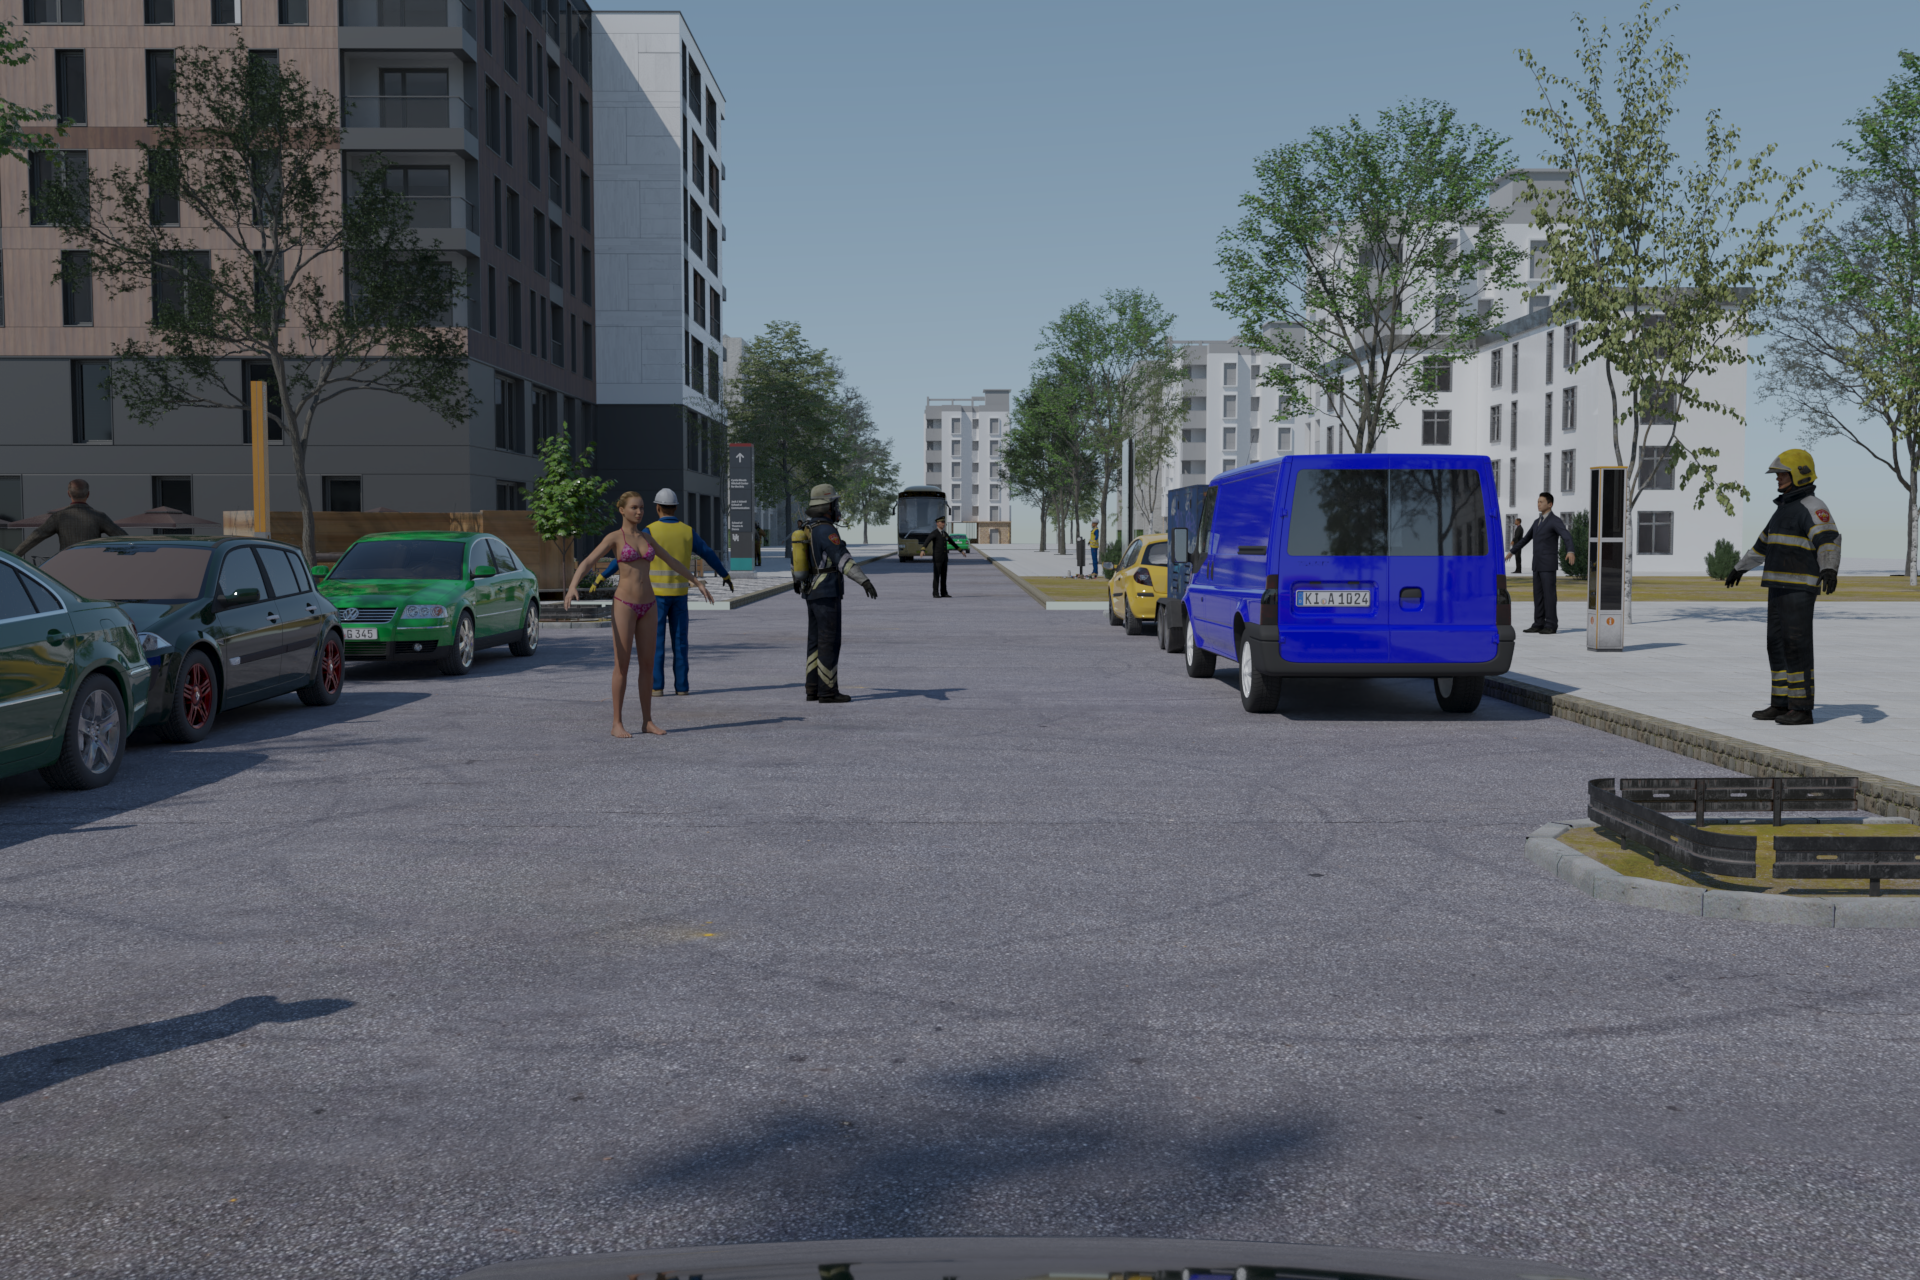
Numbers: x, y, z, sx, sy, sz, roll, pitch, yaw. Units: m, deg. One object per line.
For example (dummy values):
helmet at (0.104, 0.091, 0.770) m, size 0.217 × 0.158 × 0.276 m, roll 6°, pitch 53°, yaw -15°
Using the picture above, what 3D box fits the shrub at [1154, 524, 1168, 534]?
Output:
shrub at (6.462, -2.798, 49.781) m, size 1.661 × 2.075 × 1.752 m, roll 0°, pitch 3°, yaw 0°

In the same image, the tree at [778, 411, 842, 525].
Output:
tree at (-8.935, -9.158, 100.092) m, size 4.360 × 8.622 × 3.978 m, roll 0°, pitch 3°, yaw 0°

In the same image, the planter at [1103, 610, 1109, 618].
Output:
planter at (3.506, -0.551, 30.145) m, size 1.991 × 0.319 × 1.994 m, roll 0°, pitch 4°, yaw 1°

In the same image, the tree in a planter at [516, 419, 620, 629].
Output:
tree in a planter at (-6.217, -1.830, 27.139) m, size 1.991 × 3.239 × 1.994 m, roll 0°, pitch 3°, yaw 0°

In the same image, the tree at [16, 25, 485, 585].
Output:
tree at (-12.370, -5.983, 32.230) m, size 7.601 × 10.594 × 8.767 m, roll 1°, pitch 4°, yaw 22°

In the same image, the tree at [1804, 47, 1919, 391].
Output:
tree at (20.758, -6.611, 33.839) m, size 9.928 × 11.665 × 9.643 m, roll 0°, pitch 3°, yaw 0°

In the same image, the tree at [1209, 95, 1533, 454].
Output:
tree at (9.711, -7.076, 41.455) m, size 9.928 × 11.665 × 9.643 m, roll 0°, pitch 3°, yaw 0°

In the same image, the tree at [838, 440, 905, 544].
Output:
tree at (-12.327, -19.635, 227.683) m, size 9.857 × 13.997 × 8.962 m, roll 0°, pitch 3°, yaw 0°

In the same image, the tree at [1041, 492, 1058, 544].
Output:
tree at (12.665, -17.120, 230.281) m, size 4.737 × 8.622 × 4.395 m, roll 0°, pitch 3°, yaw 0°

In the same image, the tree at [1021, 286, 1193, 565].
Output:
tree at (6.128, -8.975, 72.499) m, size 9.928 × 11.665 × 9.643 m, roll 0°, pitch 3°, yaw 0°

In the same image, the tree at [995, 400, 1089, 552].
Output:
tree at (5.987, -12.107, 123.708) m, size 9.928 × 11.665 × 9.643 m, roll 0°, pitch 3°, yaw 0°

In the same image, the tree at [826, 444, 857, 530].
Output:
tree at (-9.614, -11.254, 134.365) m, size 4.737 × 8.622 × 4.395 m, roll 0°, pitch 3°, yaw 0°

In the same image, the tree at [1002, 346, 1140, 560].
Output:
tree at (5.636, -9.308, 86.606) m, size 7.601 × 10.594 × 8.767 m, roll -1°, pitch 4°, yaw -9°

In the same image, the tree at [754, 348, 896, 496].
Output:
tree at (-9.323, -12.433, 113.642) m, size 12.009 × 13.543 × 11.850 m, roll 0°, pitch 3°, yaw 0°

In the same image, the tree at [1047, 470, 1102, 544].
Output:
tree at (14.843, -18.676, 223.479) m, size 7.486 × 12.596 × 7.792 m, roll 0°, pitch 3°, yaw 0°

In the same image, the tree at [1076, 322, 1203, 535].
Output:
tree at (6.755, -6.707, 60.020) m, size 4.360 × 8.622 × 3.978 m, roll 0°, pitch 3°, yaw 0°

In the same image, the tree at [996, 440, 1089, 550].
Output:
tree at (6.467, -12.260, 134.862) m, size 8.767 × 10.594 × 7.601 m, roll 1°, pitch 4°, yaw 21°

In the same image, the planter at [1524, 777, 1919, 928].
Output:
planter at (3.494, 0.847, 7.286) m, size 1.991 × 0.319 × 1.994 m, roll 0°, pitch 4°, yaw 1°

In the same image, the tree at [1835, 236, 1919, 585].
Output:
tree at (24.033, -5.661, 42.920) m, size 4.737 × 8.622 × 4.395 m, roll 0°, pitch 3°, yaw 0°

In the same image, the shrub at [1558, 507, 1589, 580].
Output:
shrub at (17.461, -2.688, 48.376) m, size 1.690 × 2.028 × 1.600 m, roll 0°, pitch 3°, yaw 0°

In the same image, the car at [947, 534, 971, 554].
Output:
car at (-0.177, -7.327, 128.588) m, size 1.959 × 1.807 × 4.718 m, roll 0°, pitch 4°, yaw -1°

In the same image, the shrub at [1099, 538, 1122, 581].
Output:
shrub at (4.234, -2.160, 46.429) m, size 1.383 × 1.207 × 1.383 m, roll 0°, pitch 3°, yaw 0°

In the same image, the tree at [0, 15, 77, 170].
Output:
tree at (-11.559, -5.428, 14.502) m, size 9.928 × 11.665 × 9.643 m, roll 0°, pitch 3°, yaw 0°

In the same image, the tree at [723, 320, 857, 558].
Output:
tree at (-9.579, -10.671, 92.593) m, size 7.486 × 12.596 × 7.792 m, roll 0°, pitch 3°, yaw 0°

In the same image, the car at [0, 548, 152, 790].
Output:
car at (-5.748, 0.208, 8.405) m, size 2.131 × 1.459 × 4.920 m, roll 0°, pitch 4°, yaw 0°

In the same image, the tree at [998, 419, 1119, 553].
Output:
tree at (6.680, -11.041, 114.926) m, size 8.767 × 10.594 × 7.601 m, roll 0°, pitch 4°, yaw 3°

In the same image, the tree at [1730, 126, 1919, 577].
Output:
tree at (28.617, -8.657, 51.909) m, size 12.009 × 13.543 × 11.850 m, roll 0°, pitch 3°, yaw 0°

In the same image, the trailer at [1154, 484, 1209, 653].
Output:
trailer at (3.187, -0.906, 21.870) m, size 1.471 × 1.999 × 3.904 m, roll 0°, pitch 4°, yaw 0°

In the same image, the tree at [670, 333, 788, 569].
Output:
tree at (-8.980, -6.968, 64.296) m, size 4.360 × 8.622 × 3.978 m, roll 0°, pitch 3°, yaw 0°

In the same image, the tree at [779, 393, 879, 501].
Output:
tree at (-9.750, -12.320, 127.194) m, size 9.928 × 11.665 × 9.643 m, roll 0°, pitch 3°, yaw 0°

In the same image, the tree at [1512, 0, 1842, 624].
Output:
tree at (9.525, -4.514, 24.170) m, size 4.737 × 8.622 × 4.395 m, roll 0°, pitch 3°, yaw 0°

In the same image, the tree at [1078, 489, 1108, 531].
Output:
tree at (17.576, -17.121, 230.295) m, size 4.737 × 8.622 × 4.395 m, roll 0°, pitch 3°, yaw 0°

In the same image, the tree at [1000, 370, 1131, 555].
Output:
tree at (6.476, -11.023, 105.989) m, size 9.928 × 11.665 × 9.643 m, roll 0°, pitch 3°, yaw 0°

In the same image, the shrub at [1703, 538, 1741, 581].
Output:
shrub at (21.027, -2.241, 47.760) m, size 1.383 × 1.207 × 1.383 m, roll 0°, pitch 3°, yaw 0°

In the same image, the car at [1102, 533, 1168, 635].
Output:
car at (3.186, -0.959, 25.903) m, size 2.015 × 1.641 × 3.980 m, roll 0°, pitch 4°, yaw 0°
